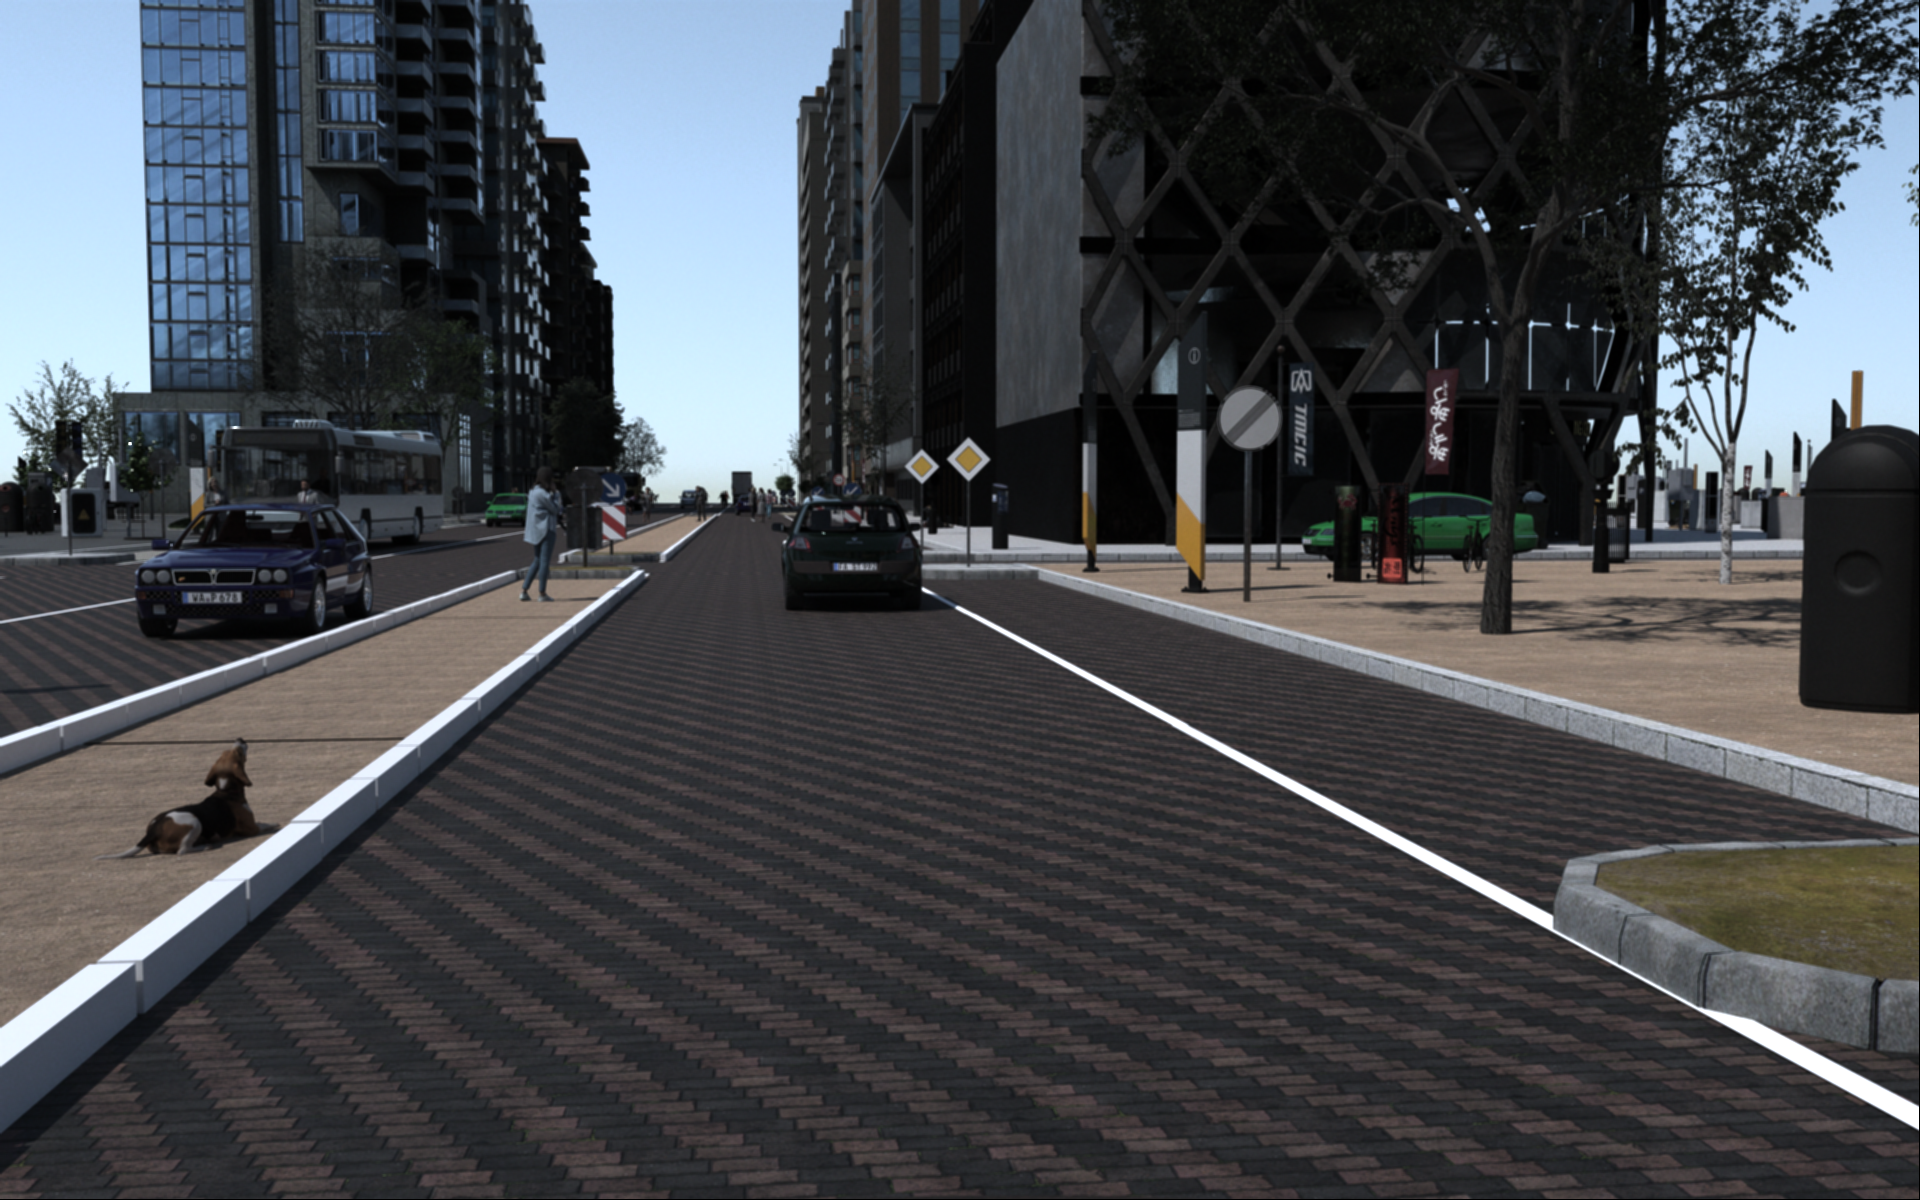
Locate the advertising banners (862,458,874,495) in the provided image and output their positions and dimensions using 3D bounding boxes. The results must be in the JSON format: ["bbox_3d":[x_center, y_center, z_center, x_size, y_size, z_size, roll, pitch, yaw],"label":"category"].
[{"bbox_3d":[-4.450,-5.334,83.404,0.090,3.025,2.074,-1,4,-16],"label":"advertising banners"}]

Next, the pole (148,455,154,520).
[{"bbox_3d":[-40.102,-5.628,85.853,0.158,3.312,0.155,0,3,0],"label":"pole"}]

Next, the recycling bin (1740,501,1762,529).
[{"bbox_3d":[29.683,-3.203,64.931,0.722,1.027,0.722,2,4,26],"label":"recycling bin"}]

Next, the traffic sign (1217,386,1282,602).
[{"bbox_3d":[3.416,-1.250,20.537,0.768,2.556,0.104,0,4,-3],"label":"traffic sign"}]

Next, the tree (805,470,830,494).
[{"bbox_3d":[-11.145,-8.819,138.791,1.663,3.219,1.824,0,3,0],"label":"tree"}]

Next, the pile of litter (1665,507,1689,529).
[{"bbox_3d":[26.949,-3.047,63.783,1.719,0.858,1.176,3,4,38],"label":"pile of litter"}]

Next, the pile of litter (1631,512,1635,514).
[{"bbox_3d":[44.886,-6.105,113.789,1.719,0.858,1.176,0,4,-7],"label":"pile of litter"}]

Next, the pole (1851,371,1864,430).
[{"bbox_3d":[14.879,-2.138,28.799,0.158,3.312,0.155,0,3,0],"label":"pole"}]

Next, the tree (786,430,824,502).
[{"bbox_3d":[-17.679,-15.005,195.691,4.360,8.622,3.978,0,3,0],"label":"tree"}]

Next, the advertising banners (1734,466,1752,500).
[{"bbox_3d":[47.991,-6.787,107.161,0.090,3.025,2.074,-3,4,-37],"label":"advertising banners"}]

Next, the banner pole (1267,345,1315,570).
[{"bbox_3d":[5.583,-2.392,29.120,0.863,3.779,0.401,3,4,38],"label":"banner pole"}]

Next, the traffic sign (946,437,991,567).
[{"bbox_3d":[0.147,-1.632,30.333,0.795,2.450,0.064,0,4,-7],"label":"traffic sign"}]

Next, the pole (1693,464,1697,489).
[{"bbox_3d":[50.286,-7.622,118.466,0.158,3.312,0.155,0,3,0],"label":"pole"}]

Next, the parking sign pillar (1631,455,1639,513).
[{"bbox_3d":[46.082,-7.952,118.489,1.447,3.967,1.447,1,4,13],"label":"parking sign pillar"}]

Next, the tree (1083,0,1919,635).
[{"bbox_3d":[4.759,-4.948,15.310,8.767,10.594,7.601,2,4,25],"label":"tree"}]

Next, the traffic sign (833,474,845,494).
[{"bbox_3d":[-7.587,-6.632,108.547,0.768,2.556,0.104,0,4,-6],"label":"traffic sign"}]

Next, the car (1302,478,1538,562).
[{"bbox_3d":[9.380,-1.634,35.513,4.718,1.807,1.959,0,4,-7],"label":"car"}]

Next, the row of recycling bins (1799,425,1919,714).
[{"bbox_3d":[6.148,-0.131,9.249,1.069,1.692,3.534,-2,4,-29],"label":"row of recycling bins"}]

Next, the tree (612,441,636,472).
[{"bbox_3d":[-43.673,-16.567,221.227,4.737,8.622,4.395,0,3,0],"label":"tree"}]

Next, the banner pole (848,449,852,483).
[{"bbox_3d":[-6.185,-6.541,96.959,0.401,3.779,0.863,1,4,11],"label":"banner pole"}]

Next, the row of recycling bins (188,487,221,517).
[{"bbox_3d":[-41.814,-5.470,96.547,3.534,1.692,1.069,3,4,37],"label":"row of recycling bins"}]

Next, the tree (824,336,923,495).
[{"bbox_3d":[-3.858,-7.909,79.667,4.360,8.622,3.978,0,3,0],"label":"tree"}]

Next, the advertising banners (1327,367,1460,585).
[{"bbox_3d":[6.142,-1.739,24.618,0.090,3.025,2.074,-3,5,-44],"label":"advertising banners"}]

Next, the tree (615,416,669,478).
[{"bbox_3d":[-50.177,-21.890,268.273,12.009,13.543,11.850,0,3,0],"label":"tree"}]

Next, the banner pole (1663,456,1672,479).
[{"bbox_3d":[46.486,-7.580,113.956,0.863,3.779,0.401,-1,4,-20],"label":"banner pole"}]

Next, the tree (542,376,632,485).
[{"bbox_3d":[-39.838,-17.017,184.877,9.857,13.997,8.962,0,3,0],"label":"tree"}]

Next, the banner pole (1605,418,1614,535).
[{"bbox_3d":[20.455,-3.948,54.570,0.401,3.779,0.863,0,4,2],"label":"banner pole"}]

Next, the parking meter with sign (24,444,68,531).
[{"bbox_3d":[-32.111,-3.929,60.504,1.738,3.016,0.543,0,4,7],"label":"parking meter with sign"}]

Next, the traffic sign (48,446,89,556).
[{"bbox_3d":[-18.553,-1.984,36.074,0.795,2.450,0.064,0,4,-7],"label":"traffic sign"}]

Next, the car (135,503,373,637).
[{"bbox_3d":[-7.541,-0.376,18.730,1.945,1.354,3.894,0,4,-8],"label":"car"}]

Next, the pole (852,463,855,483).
[{"bbox_3d":[-6.869,-7.228,112.028,0.158,3.312,0.155,0,3,0],"label":"pole"}]

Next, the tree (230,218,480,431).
[{"bbox_3d":[-26.857,-10.212,77.341,12.009,13.543,11.850,0,3,0],"label":"tree"}]

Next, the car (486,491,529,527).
[{"bbox_3d":[-19.847,-4.147,76.604,1.959,1.807,4.718,0,4,-7],"label":"car"}]

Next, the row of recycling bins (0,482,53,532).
[{"bbox_3d":[-32.575,-3.140,58.448,3.534,1.692,1.069,-1,4,-16],"label":"row of recycling bins"}]

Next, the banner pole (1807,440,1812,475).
[{"bbox_3d":[39.171,-5.497,79.890,0.401,3.779,0.863,3,4,39],"label":"banner pole"}]

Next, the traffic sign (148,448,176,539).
[{"bbox_3d":[-21.929,-2.907,47.631,0.768,2.556,0.104,0,4,0],"label":"traffic sign"}]

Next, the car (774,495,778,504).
[{"bbox_3d":[-25.870,-13.949,237.652,1.945,1.707,3.694,0,4,-8],"label":"car"}]

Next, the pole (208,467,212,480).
[{"bbox_3d":[-38.779,-5.856,89.589,0.158,3.312,0.155,0,3,0],"label":"pole"}]

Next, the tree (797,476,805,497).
[{"bbox_3d":[-16.350,-11.547,183.387,1.663,3.219,1.824,0,3,0],"label":"tree"}]

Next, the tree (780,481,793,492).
[{"bbox_3d":[-25.385,-15.712,251.489,1.663,3.219,1.824,0,3,0],"label":"tree"}]

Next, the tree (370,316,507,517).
[{"bbox_3d":[-29.436,-10.518,97.727,9.928,11.665,9.643,0,3,0],"label":"tree"}]

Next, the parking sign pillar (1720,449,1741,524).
[{"bbox_3d":[33.017,-5.257,74.425,1.447,3.967,1.447,2,4,27],"label":"parking sign pillar"}]

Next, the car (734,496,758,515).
[{"bbox_3d":[-14.323,-6.404,117.280,1.945,1.354,3.894,-1,4,-9],"label":"car"}]

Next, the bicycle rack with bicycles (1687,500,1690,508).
[{"bbox_3d":[48.937,-6.296,116.320,2.852,0.926,2.925,-1,4,-17],"label":"bicycle rack with bicycles"}]

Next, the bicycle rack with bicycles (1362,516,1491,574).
[{"bbox_3d":[7.891,-0.953,28.971,2.852,0.926,2.925,1,4,18],"label":"bicycle rack with bicycles"}]

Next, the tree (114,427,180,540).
[{"bbox_3d":[-23.128,-3.312,48.759,1.663,3.219,1.824,0,3,0],"label":"tree"}]

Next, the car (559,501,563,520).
[{"bbox_3d":[-23.017,-5.292,96.122,1.945,1.707,3.694,-1,4,-8],"label":"car"}]

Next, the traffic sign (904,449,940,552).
[{"bbox_3d":[-0.843,-2.117,38.257,0.795,2.450,0.064,0,4,-7],"label":"traffic sign"}]

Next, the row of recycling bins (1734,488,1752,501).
[{"bbox_3d":[51.346,-6.440,112.411,3.534,1.692,1.069,2,4,35],"label":"row of recycling bins"}]

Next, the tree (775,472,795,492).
[{"bbox_3d":[-26.458,-17.038,262.286,4.285,4.588,4.351,0,3,0],"label":"tree"}]

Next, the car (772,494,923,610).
[{"bbox_3d":[-1.475,-0.799,22.844,2.009,1.686,4.222,0,4,-6],"label":"car"}]

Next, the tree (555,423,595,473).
[{"bbox_3d":[-38.955,-13.810,176.147,4.360,8.622,3.978,0,3,0],"label":"tree"}]
